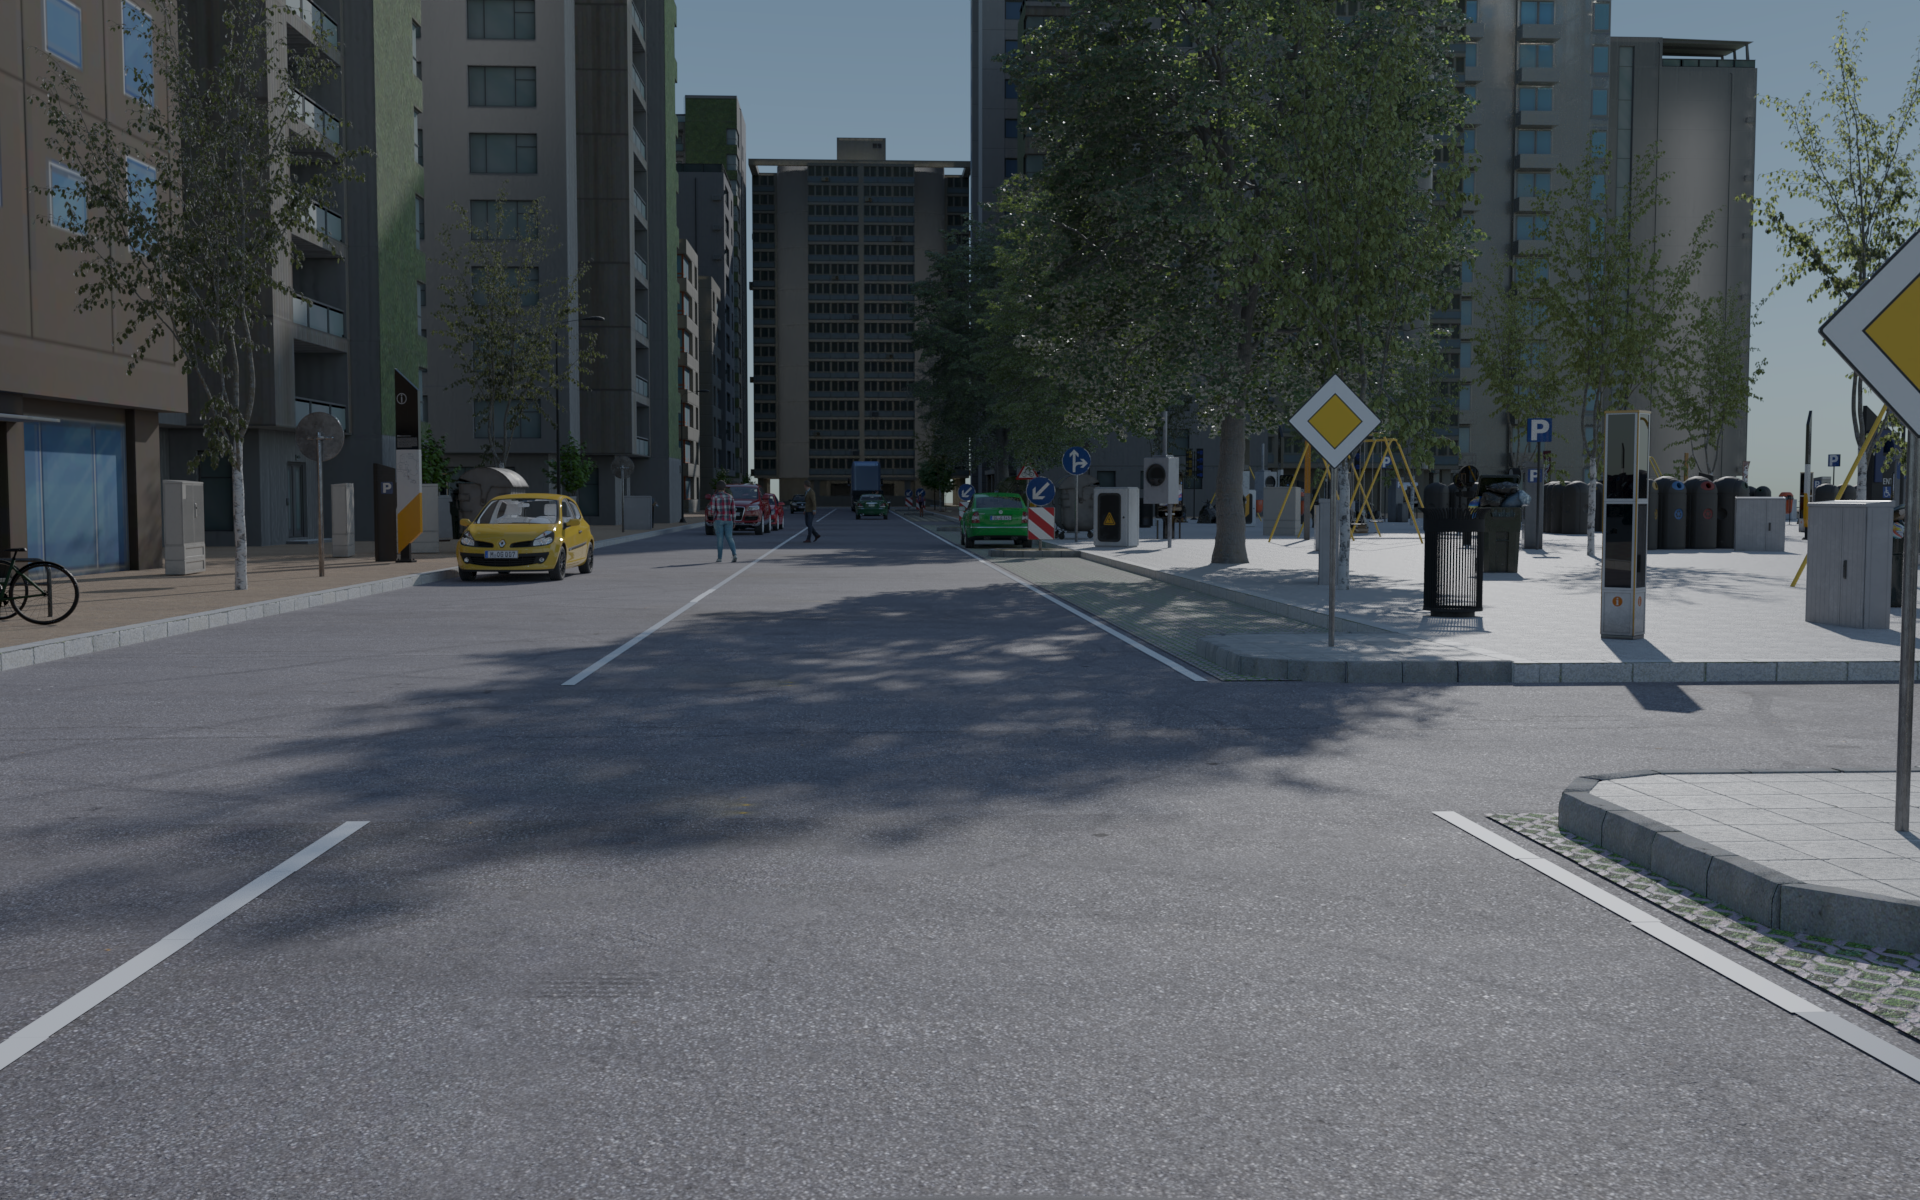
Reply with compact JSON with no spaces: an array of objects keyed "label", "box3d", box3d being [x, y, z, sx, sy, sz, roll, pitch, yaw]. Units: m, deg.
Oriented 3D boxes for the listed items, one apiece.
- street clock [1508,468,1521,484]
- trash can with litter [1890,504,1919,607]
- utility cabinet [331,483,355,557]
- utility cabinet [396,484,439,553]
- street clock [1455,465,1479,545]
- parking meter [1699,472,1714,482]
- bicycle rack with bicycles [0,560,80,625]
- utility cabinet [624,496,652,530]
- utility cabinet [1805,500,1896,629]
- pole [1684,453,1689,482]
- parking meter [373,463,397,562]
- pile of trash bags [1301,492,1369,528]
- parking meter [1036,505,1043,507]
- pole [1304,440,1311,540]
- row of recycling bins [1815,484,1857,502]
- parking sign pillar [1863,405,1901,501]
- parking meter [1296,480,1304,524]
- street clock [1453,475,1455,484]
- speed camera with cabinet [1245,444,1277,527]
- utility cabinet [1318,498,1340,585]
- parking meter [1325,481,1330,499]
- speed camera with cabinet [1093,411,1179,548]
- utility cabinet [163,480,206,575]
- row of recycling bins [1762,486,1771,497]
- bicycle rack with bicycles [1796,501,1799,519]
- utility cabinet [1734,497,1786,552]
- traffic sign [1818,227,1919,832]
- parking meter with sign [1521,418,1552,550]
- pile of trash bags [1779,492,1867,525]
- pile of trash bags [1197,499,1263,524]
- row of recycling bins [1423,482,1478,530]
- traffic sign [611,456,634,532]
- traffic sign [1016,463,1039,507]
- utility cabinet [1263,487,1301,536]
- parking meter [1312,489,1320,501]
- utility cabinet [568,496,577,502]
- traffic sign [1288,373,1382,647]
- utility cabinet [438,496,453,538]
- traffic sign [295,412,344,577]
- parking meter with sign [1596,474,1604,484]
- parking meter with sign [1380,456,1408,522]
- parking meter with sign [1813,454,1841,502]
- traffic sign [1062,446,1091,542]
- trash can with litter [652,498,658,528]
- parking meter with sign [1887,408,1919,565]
[{"label":"street clock","box3d":[15.216,-2.631,47.592,0.358,2.002,0.471,0,4,-1]},{"label":"trash can with litter","box3d":[10.455,-0.520,19.897,0.624,1.170,1.055,-2,4,-29]},{"label":"utility cabinet","box3d":[-12.577,-1.627,35.278,0.318,1.500,1.173,-1,4,-13]},{"label":"utility cabinet","box3d":[-11.842,-1.747,37.237,1.173,1.500,0.318,-2,4,-29]},{"label":"street clock","box3d":[12.829,-2.395,43.728,0.471,2.002,0.358,0,4,8]},{"label":"parking meter","box3d":[19.688,-2.445,45.694,0.399,1.863,0.255,2,4,29]},{"label":"bicycle rack with bicycles","box3d":[-10.130,-0.221,16.993,2.925,0.926,2.852,0,4,-4]},{"label":"utility cabinet","box3d":[-11.609,-3.126,62.274,1.020,1.237,0.306,0,4,-2]},{"label":"utility cabinet","box3d":[8.669,-0.352,16.918,0.306,1.237,1.020,0,4,-3]},{"label":"pole","box3d":[35.986,-5.629,85.883,0.158,3.312,0.155,0,3,0]},{"label":"parking meter","box3d":[-10.927,-1.667,32.966,0.399,1.863,0.255,-3,4,-36]},{"label":"pile of trash bags","box3d":[14.011,-3.463,66.364,1.912,1.369,3.447,-3,4,-38]},{"label":"parking meter","box3d":[3.396,-4.046,74.570,0.372,1.533,0.369,0,3,0]},{"label":"pole","box3d":[9.710,-3.338,48.412,0.158,3.312,0.155,0,3,0]},{"label":"row of recycling bins","box3d":[35.586,-3.791,69.095,3.534,1.692,1.069,-2,4,-24]},{"label":"parking sign pillar","box3d":[28.148,-3.940,52.891,1.447,3.967,1.447,-2,4,-23]},{"label":"parking meter","box3d":[14.478,-4.148,73.524,0.399,1.863,0.255,-1,4,-14]},{"label":"street clock","box3d":[16.851,-3.290,58.357,0.471,2.002,0.358,0,4,4]},{"label":"speed camera with cabinet","box3d":[11.391,-4.471,67.429,2.038,3.252,0.660,-2,4,-32]},{"label":"utility cabinet","box3d":[5.311,-0.837,24.847,0.306,1.237,1.020,1,4,13]},{"label":"parking meter","box3d":[16.869,-4.484,79.025,0.399,1.863,0.255,-2,4,-33]},{"label":"speed camera with cabinet","box3d":[4.225,-2.895,41.676,2.038,3.252,0.660,2,4,34]},{"label":"utility cabinet","box3d":[-12.382,-1.162,27.681,0.318,1.500,1.173,-1,4,-9]},{"label":"row of recycling bins","box3d":[39.902,-4.980,88.532,1.069,1.692,3.534,-2,4,-25]},{"label":"bicycle rack with bicycles","box3d":[43.889,-4.594,88.488,2.925,0.926,2.852,-1,4,-16]},{"label":"utility cabinet","box3d":[17.946,-1.694,38.860,1.020,1.237,0.306,1,4,20]},{"label":"traffic sign","box3d":[3.587,-0.177,6.538,0.795,2.450,0.064,0,4,-3]},{"label":"parking meter with sign","box3d":[13.467,-2.713,40.625,0.543,3.016,1.738,1,4,12]},{"label":"pile of trash bags","box3d":[36.017,-3.861,72.887,3.447,1.369,1.912,-1,4,-11]},{"label":"pile of trash bags","box3d":[12.084,-4.045,75.881,3.447,1.369,1.912,-3,5,-40]},{"label":"row of recycling bins","box3d":[18.064,-3.349,61.866,3.534,1.692,1.069,-2,4,-28]},{"label":"traffic sign","box3d":[-11.291,-3.540,57.977,0.768,2.556,0.104,0,4,0]},{"label":"traffic sign","box3d":[2.479,-3.876,63.384,0.884,2.594,0.081,0,4,2]},{"label":"utility cabinet","box3d":[9.881,-2.719,53.140,1.173,1.500,0.318,3,5,45]},{"label":"parking meter","box3d":[17.881,-4.811,87.065,0.372,1.533,0.369,0,3,0]},{"label":"utility cabinet","box3d":[-10.915,-2.266,48.219,0.306,1.237,1.020,-1,4,-23]},{"label":"traffic sign","box3d":[3.122,-0.665,14.510,0.795,2.450,0.064,0,4,-3]},{"label":"utility cabinet","box3d":[-15.069,-2.415,50.649,1.020,1.237,0.306,-1,4,-23]},{"label":"traffic sign","box3d":[-9.919,-1.635,26.838,0.768,2.556,0.104,0,4,2]},{"label":"parking meter with sign","box3d":[24.251,-4.206,65.031,0.543,3.016,1.738,-2,4,-35]},{"label":"parking meter with sign","box3d":[19.858,-5.061,79.000,0.543,3.016,1.738,-1,4,-19]},{"label":"parking meter with sign","box3d":[37.433,-4.833,75.274,1.738,3.016,0.543,-2,4,-28]},{"label":"traffic sign","box3d":[3.122,-2.834,46.442,0.768,2.556,0.104,0,4,5]},{"label":"trash can with litter","box3d":[-11.634,-3.244,64.432,0.624,1.170,1.055,0,4,3]},{"label":"parking meter with sign","box3d":[17.176,-2.139,31.241,0.543,3.016,1.738,3,5,40]}]
